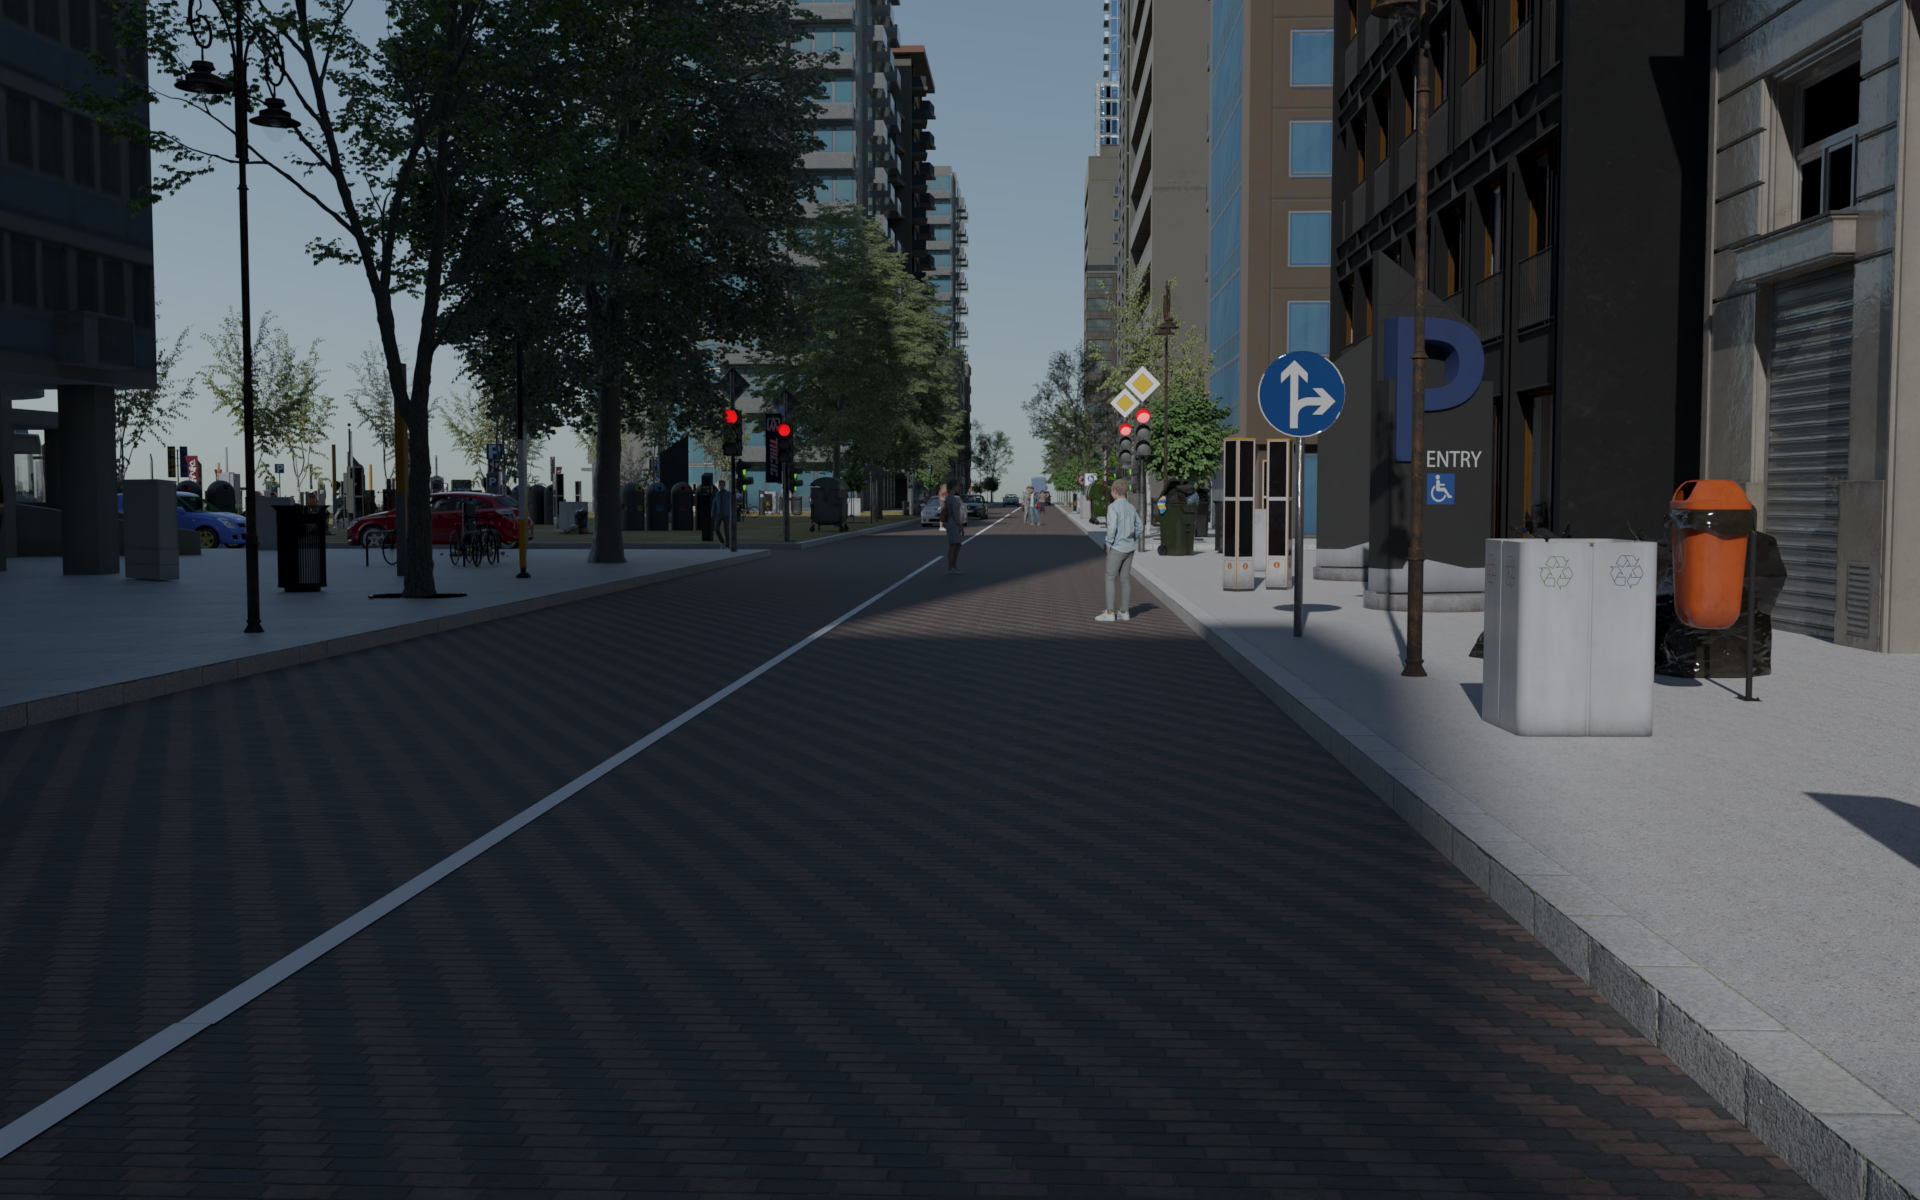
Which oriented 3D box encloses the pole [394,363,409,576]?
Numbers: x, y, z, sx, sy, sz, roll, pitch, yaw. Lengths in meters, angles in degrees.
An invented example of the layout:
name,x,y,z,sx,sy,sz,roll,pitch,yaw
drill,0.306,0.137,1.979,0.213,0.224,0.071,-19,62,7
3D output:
name,x,y,z,sx,sy,sz,roll,pitch,yaw
pole,-8.726,-2.033,27.077,0.158,3.312,0.155,0,3,0

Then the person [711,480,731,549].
name,x,y,z,sx,sy,sz,roll,pitch,yaw
person,-5.899,-2.107,43.289,0.601,1.785,0.444,1,4,19

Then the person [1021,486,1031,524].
name,x,y,z,sx,sy,sz,roll,pitch,yaw
person,3.232,-4.568,83.282,0.391,1.810,0.635,3,4,37

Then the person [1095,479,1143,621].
name,x,y,z,sx,sy,sz,roll,pitch,yaw
person,1.819,-0.574,19.697,0.589,1.601,0.330,-2,4,-35

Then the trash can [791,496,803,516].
name,x,y,z,sx,sy,sz,roll,pitch,yaw
trash can,-9.769,-5.635,103.782,0.748,1.137,0.748,0,3,0

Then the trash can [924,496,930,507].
name,x,y,z,sx,sy,sz,roll,pitch,yaw
trash can,-2.285,-6.194,112.921,0.748,1.137,0.748,0,3,0

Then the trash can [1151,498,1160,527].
name,x,y,z,sx,sy,sz,roll,pitch,yaw
trash can,7.806,-3.451,68.072,0.748,1.137,0.748,0,3,0

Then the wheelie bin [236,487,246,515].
name,x,y,z,sx,sy,sz,roll,pitch,yaw
wheelie bin,-32.075,-4.275,77.805,0.980,1.594,0.693,2,4,27

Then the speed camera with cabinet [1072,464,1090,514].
name,x,y,z,sx,sy,sz,roll,pitch,yaw
speed camera with cabinet,8.056,-7.323,114.075,0.660,3.252,2.038,-1,4,-20

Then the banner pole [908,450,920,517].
name,x,y,z,sx,sy,sz,roll,pitch,yaw
banner pole,-2.642,-6.674,99.141,0.863,3.779,0.401,2,4,33

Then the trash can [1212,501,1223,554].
name,x,y,z,sx,sy,sz,roll,pitch,yaw
trash can,5.804,-1.572,37.361,0.748,1.137,0.748,0,3,0

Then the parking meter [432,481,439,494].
name,x,y,z,sx,sy,sz,roll,pitch,yaw
parking meter,-23.633,-4.423,78.034,0.255,1.863,0.399,-2,4,-27

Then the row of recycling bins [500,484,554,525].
name,x,y,z,sx,sy,sz,roll,pitch,yaw
row of recycling bins,-18.217,-4.037,73.112,3.534,1.692,1.069,2,4,26

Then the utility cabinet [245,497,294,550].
name,x,y,z,sx,sy,sz,roll,pitch,yaw
utility cabinet,-15.799,-1.744,39.675,1.020,1.237,0.306,0,4,0

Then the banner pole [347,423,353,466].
name,x,y,z,sx,sy,sz,roll,pitch,yaw
banner pole,-21.386,-4.332,60.848,0.401,3.779,0.863,-2,4,-28

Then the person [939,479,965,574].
name,x,y,z,sx,sy,sz,roll,pitch,yaw
person,-0.123,-1.312,30.948,0.522,1.701,0.512,-1,4,-19

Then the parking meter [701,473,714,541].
name,x,y,z,sx,sy,sz,roll,pitch,yaw
parking meter,-6.879,-2.536,47.169,0.255,1.863,0.399,0,4,5

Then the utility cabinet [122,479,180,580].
name,x,y,z,sx,sy,sz,roll,pitch,yaw
utility cabinet,-12.044,-1.047,25.800,1.173,1.500,0.318,3,5,42

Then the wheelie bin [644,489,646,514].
name,x,y,z,sx,sy,sz,roll,pitch,yaw
wheelie bin,-20.487,-6.436,113.138,0.980,1.594,0.693,2,4,31

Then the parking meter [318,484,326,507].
name,x,y,z,sx,sy,sz,roll,pitch,yaw
parking meter,-32.320,-5.018,87.761,0.399,1.863,0.255,-1,4,-21

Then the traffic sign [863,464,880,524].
name,x,y,z,sx,sy,sz,roll,pitch,yaw
traffic sign,-3.810,-4.540,74.328,0.768,2.556,0.104,1,4,10

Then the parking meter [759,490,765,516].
name,x,y,z,sx,sy,sz,roll,pitch,yaw
parking meter,-11.746,-5.769,102.731,0.372,1.533,0.369,0,3,0

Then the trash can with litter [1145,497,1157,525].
name,x,y,z,sx,sy,sz,roll,pitch,yaw
trash can with litter,7.856,-3.671,71.405,0.624,1.170,1.055,-1,4,-18

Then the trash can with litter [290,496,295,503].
name,x,y,z,sx,sy,sz,roll,pitch,yaw
trash can with litter,-47.159,-6.731,121.440,1.055,1.170,0.624,1,4,12

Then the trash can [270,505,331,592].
name,x,y,z,sx,sy,sz,roll,pitch,yaw
trash can,-8.656,-0.680,22.772,0.748,1.137,0.748,0,3,0

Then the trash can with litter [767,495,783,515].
name,x,y,z,sx,sy,sz,roll,pitch,yaw
trash can with litter,-11.292,-5.859,106.852,1.678,1.210,2.233,2,4,27

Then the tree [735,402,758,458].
name,x,y,z,sx,sy,sz,roll,pitch,yaw
tree,-15.321,-9.787,110.381,4.737,8.622,4.395,0,3,0

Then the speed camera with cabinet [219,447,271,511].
name,x,y,z,sx,sy,sz,roll,pitch,yaw
speed camera with cabinet,-30.225,-4.823,73.196,2.038,3.252,0.660,1,4,9

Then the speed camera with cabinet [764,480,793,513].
name,x,y,z,sx,sy,sz,roll,pitch,yaw
speed camera with cabinet,-12.093,-7.355,114.585,2.038,3.252,0.660,1,4,10

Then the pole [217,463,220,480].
name,x,y,z,sx,sy,sz,roll,pitch,yaw
pole,-47.974,-7.238,112.182,0.158,3.312,0.155,0,3,0

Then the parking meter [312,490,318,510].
name,x,y,z,sx,sy,sz,roll,pitch,yaw
parking meter,-44.857,-6.851,120.430,0.372,1.533,0.369,0,3,0

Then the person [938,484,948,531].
name,x,y,z,sx,sy,sz,roll,pitch,yaw
person,-0.641,-3.646,68.093,0.573,1.828,0.580,-3,4,-38

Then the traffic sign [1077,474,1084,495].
name,x,y,z,sx,sy,sz,roll,pitch,yaw
traffic sign,7.801,-6.707,109.759,0.768,2.556,0.104,1,4,12

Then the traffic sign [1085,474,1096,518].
name,x,y,z,sx,sy,sz,roll,pitch,yaw
traffic sign,6.537,-5.157,86.447,0.606,2.300,0.079,1,4,12

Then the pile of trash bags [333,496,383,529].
name,x,y,z,sx,sy,sz,roll,pitch,yaw
pile of trash bags,-21.681,-3.389,65.155,1.912,1.369,3.447,3,5,41

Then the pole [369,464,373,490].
name,x,y,z,sx,sy,sz,roll,pitch,yaw
pole,-40.274,-7.619,118.409,0.158,3.312,0.155,0,3,0

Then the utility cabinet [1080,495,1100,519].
name,x,y,z,sx,sy,sz,roll,pitch,yaw
utility cabinet,6.614,-4.696,87.937,1.020,1.237,0.306,-1,4,-19

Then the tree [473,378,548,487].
name,x,y,z,sx,sy,sz,roll,pitch,yaw
tree,-26.413,-9.227,101.230,4.360,8.622,3.978,0,3,0

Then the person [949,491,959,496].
name,x,y,z,sx,sy,sz,roll,pitch,yaw
person,-0.347,-4.826,86.766,0.474,1.900,0.648,2,4,26

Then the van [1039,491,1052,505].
name,x,y,z,sx,sy,sz,roll,pitch,yaw
van,10.869,-13.249,223.629,2.013,2.044,4.112,0,4,1

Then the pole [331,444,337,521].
name,x,y,z,sx,sy,sz,roll,pitch,yaw
pole,-25.646,-4.719,70.993,0.158,3.312,0.155,0,3,0

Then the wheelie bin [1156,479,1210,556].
name,x,y,z,sx,sy,sz,roll,pitch,yaw
wheelie bin,4.552,-1.718,35.995,0.980,1.594,0.693,-3,5,-43

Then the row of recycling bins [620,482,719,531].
name,x,y,z,sx,sy,sz,roll,pitch,yaw
row of recycling bins,-10.242,-3.295,60.990,3.534,1.692,1.069,-2,4,-24

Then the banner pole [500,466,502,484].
name,x,y,z,sx,sy,sz,roll,pitch,yaw
banner pole,-31.535,-7.872,118.724,0.863,3.779,0.401,-2,4,-24

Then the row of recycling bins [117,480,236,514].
name,x,y,z,sx,sy,sz,roll,pitch,yaw
row of recycling bins,-23.309,-2.694,51.166,3.534,1.692,1.069,-1,4,-23

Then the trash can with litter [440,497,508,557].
name,x,y,z,sx,sy,sz,roll,pitch,yaw
trash can with litter,-10.043,-1.543,36.280,1.678,1.210,2.233,0,4,3

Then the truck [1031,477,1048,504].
name,x,y,z,sx,sy,sz,roll,pitch,yaw
truck,12.318,-16.979,267.361,2.967,4.110,18.799,0,4,1

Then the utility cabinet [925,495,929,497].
name,x,y,z,sx,sy,sz,roll,pitch,yaw
utility cabinet,-2.553,-6.574,118.643,0.306,1.237,1.020,3,4,36

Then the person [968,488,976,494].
name,x,y,z,sx,sy,sz,roll,pitch,yaw
person,0.751,-6.270,111.201,0.592,1.802,0.473,3,5,42

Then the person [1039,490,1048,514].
name,x,y,z,sx,sy,sz,roll,pitch,yaw
person,6.115,-7.248,127.539,0.617,1.759,0.750,1,4,21

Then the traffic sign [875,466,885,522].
name,x,y,z,sx,sy,sz,roll,pitch,yaw
traffic sign,-3.750,-4.778,78.220,0.768,2.556,0.104,1,4,10

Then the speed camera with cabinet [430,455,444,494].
name,x,y,z,sx,sy,sz,roll,pitch,yaw
speed camera with cabinet,-27.214,-5.713,87.748,2.038,3.252,0.660,-1,4,-20

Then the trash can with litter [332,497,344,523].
name,x,y,z,sx,sy,sz,roll,pitch,yaw
trash can with litter,-26.299,-3.807,73.632,0.624,1.170,1.055,0,4,-4

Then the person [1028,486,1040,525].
name,x,y,z,sx,sy,sz,roll,pitch,yaw
person,3.373,-4.311,79.336,0.623,1.781,0.721,2,4,24

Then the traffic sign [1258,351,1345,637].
name,x,y,z,sx,sy,sz,roll,pitch,yaw
traffic sign,3.042,-0.942,15.512,0.768,2.556,0.104,0,4,5

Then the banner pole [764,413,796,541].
name,x,y,z,sx,sy,sz,roll,pitch,yaw
banner pole,-4.917,-3.500,47.244,0.863,3.779,0.401,0,4,7
